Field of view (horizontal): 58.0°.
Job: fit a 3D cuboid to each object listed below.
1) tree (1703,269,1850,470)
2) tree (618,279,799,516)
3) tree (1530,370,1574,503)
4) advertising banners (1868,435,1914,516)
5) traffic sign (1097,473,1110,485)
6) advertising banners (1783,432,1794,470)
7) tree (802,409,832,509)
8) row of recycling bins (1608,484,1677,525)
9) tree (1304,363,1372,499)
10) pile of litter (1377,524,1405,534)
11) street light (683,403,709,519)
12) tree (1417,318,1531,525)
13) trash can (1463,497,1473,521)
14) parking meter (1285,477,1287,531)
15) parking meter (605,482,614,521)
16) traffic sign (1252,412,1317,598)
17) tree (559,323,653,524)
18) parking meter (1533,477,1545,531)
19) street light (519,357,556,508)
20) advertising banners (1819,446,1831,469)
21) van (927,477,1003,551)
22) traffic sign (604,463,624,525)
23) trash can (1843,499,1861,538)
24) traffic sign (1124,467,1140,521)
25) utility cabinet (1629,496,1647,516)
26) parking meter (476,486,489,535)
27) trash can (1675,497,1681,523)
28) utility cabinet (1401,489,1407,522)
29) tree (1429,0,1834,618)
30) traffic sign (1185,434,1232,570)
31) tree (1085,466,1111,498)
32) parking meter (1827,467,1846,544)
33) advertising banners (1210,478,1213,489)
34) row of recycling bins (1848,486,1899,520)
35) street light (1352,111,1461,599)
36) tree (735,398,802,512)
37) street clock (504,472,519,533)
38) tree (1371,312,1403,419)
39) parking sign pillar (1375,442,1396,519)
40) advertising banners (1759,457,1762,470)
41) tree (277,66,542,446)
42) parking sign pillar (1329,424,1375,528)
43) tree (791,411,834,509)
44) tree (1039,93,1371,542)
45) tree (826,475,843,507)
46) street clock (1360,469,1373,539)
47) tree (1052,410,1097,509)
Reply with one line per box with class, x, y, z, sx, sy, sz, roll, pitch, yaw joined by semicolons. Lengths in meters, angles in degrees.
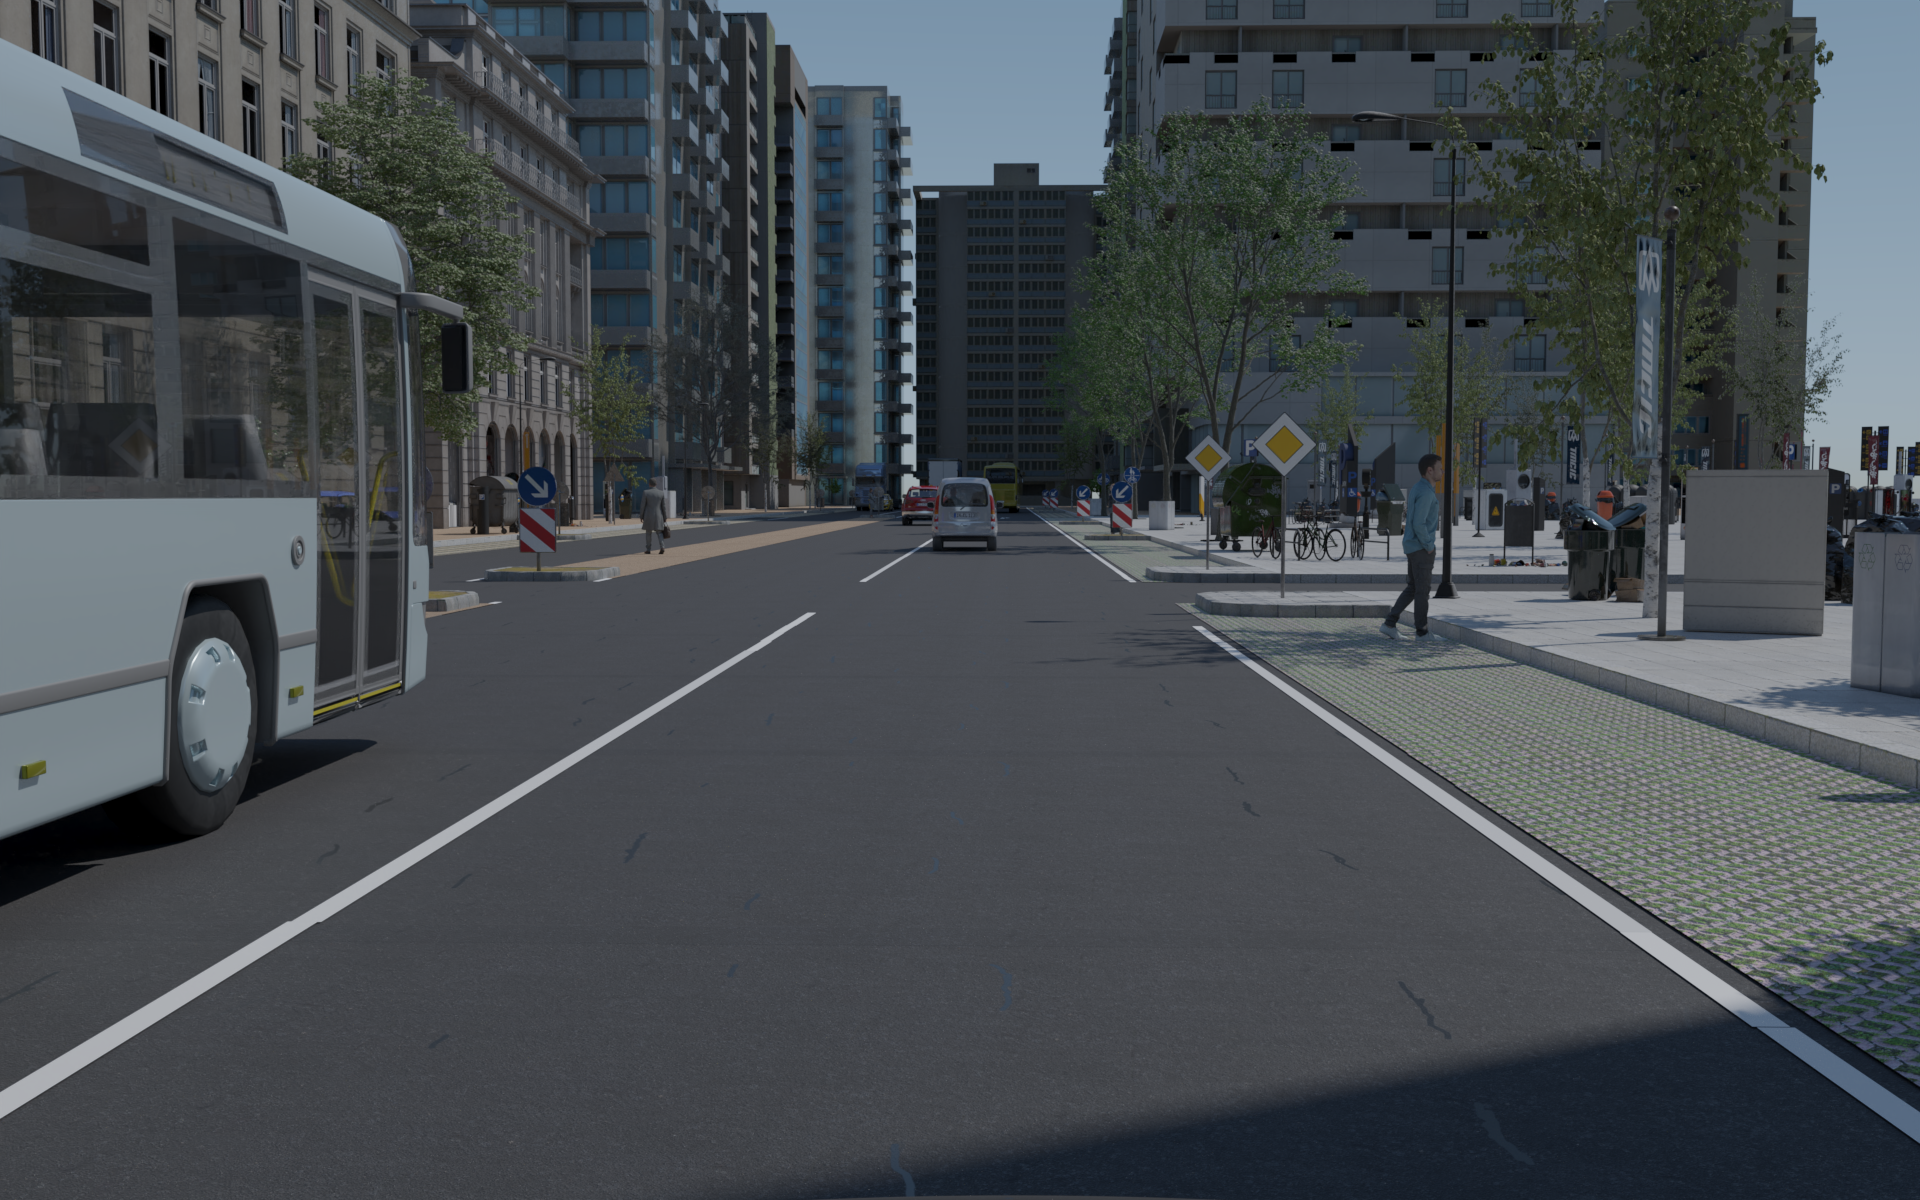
tree;26.878;-6.538;57.258;4.360;8.622;3.978;0;3;0
tree;-14.339;-11.556;99.306;12.009;13.543;11.850;0;3;0
tree;33.423;-9.208;100.909;4.360;8.622;3.978;0;3;0
advertising banners;27.087;-3.320;50.465;0.090;3.025;2.074;0;4;-7
traffic sign;8.581;-6.327;103.547;0.768;2.556;0.104;1;4;9
advertising banners;23.325;-3.195;48.433;0.090;3.025;2.074;1;4;9
tree;-13.104;-12.103;148.254;4.360;8.622;3.978;0;3;0
row of recycling bins;29.123;-4.100;74.145;1.069;1.692;3.534;-2;4;-24
tree;21.198;-8.989;97.325;4.737;8.622;4.395;0;3;0
pile of litter;14.023;-2.544;55.552;1.719;0.858;1.176;-3;4;-39
street light;-13.493;-7.088;88.426;1.470;5.913;1.316;0;4;2
tree;21.226;-7.447;72.114;4.360;8.622;3.978;0;3;0
trash can;24.650;-4.398;83.567;0.748;1.137;0.748;0;3;0
parking meter;11.007;-3.287;59.453;0.399;1.863;0.255;1;4;12
parking meter;-16.465;-4.628;81.380;0.255;1.863;0.399;3;4;38
traffic sign;3.972;-1.079;21.283;0.795;2.450;0.064;0;4;2
tree;-15.088;-7.590;74.455;4.737;8.622;4.395;0;3;0
parking meter;20.140;-3.335;60.234;0.399;1.863;0.255;-2;4;-35
street light;-14.385;-5.279;58.845;1.470;5.913;1.316;0;4;2
advertising banners;31.603;-4.184;64.590;0.090;3.025;2.074;-1;4;-18
van;0.129;-2.328;45.080;2.013;2.044;4.112;0;4;0
traffic sign;-14.413;-4.413;72.156;0.884;2.594;0.081;0;4;3
trash can;25.762;-2.367;50.362;0.748;1.137;0.748;0;3;0
traffic sign;8.066;-4.959;81.181;0.768;2.556;0.104;0;4;7
utility cabinet;23.218;-2.942;59.266;0.306;1.237;1.020;0;4;-1
parking meter;-15.038;-2.824;54.577;0.372;1.533;0.369;0;3;0
trash can;31.916;-4.037;77.652;0.748;1.137;0.748;0;3;0
utility cabinet;19.913;-4.304;79.050;0.318;1.500;1.173;-1;4;-20
tree;7.163;-4.134;17.954;4.737;8.622;4.395;0;3;0
traffic sign;4.189;-1.567;29.265;0.795;2.450;0.064;0;4;2
tree;10.072;-7.912;123.957;1.663;3.219;1.824;0;3;0
parking meter;19.035;-1.953;37.650;0.399;1.863;0.255;2;4;28
advertising banners;14.845;-6.329;99.662;0.090;3.025;2.074;3;5;42
row of recycling bins;48.098;-5.225;92.544;3.534;1.692;1.069;1;4;17
street light;5.457;-2.976;21.193;1.470;5.913;1.316;0;4;2
tree;-14.110;-10.687;125.087;4.360;8.622;3.978;0;3;0
street clock;-14.896;-3.244;57.608;0.471;2.002;0.358;-2;4;-32
tree;17.895;-6.972;64.360;4.737;8.622;4.395;0;3;0
parking sign pillar;21.962;-6.207;89.960;1.447;3.967;1.447;-2;4;-28
advertising banners;37.863;-5.230;81.698;0.090;3.025;2.074;1;4;18
tree;-14.909;-7.858;46.608;7.486;12.596;7.792;0;3;0
parking sign pillar;14.760;-4.725;65.729;1.447;3.967;1.447;0;4;1
tree;-12.881;-12.406;153.205;4.737;8.622;4.395;0;3;0
tree;7.037;-7.378;46.382;9.928;11.665;9.643;0;3;0
tree;-12.822;-11.264;178.769;1.663;3.219;1.824;0;3;0
street clock;11.555;-2.734;49.266;0.358;2.002;0.471;1;4;18
tree;9.904;-12.313;151.673;4.737;8.622;4.395;0;3;0
